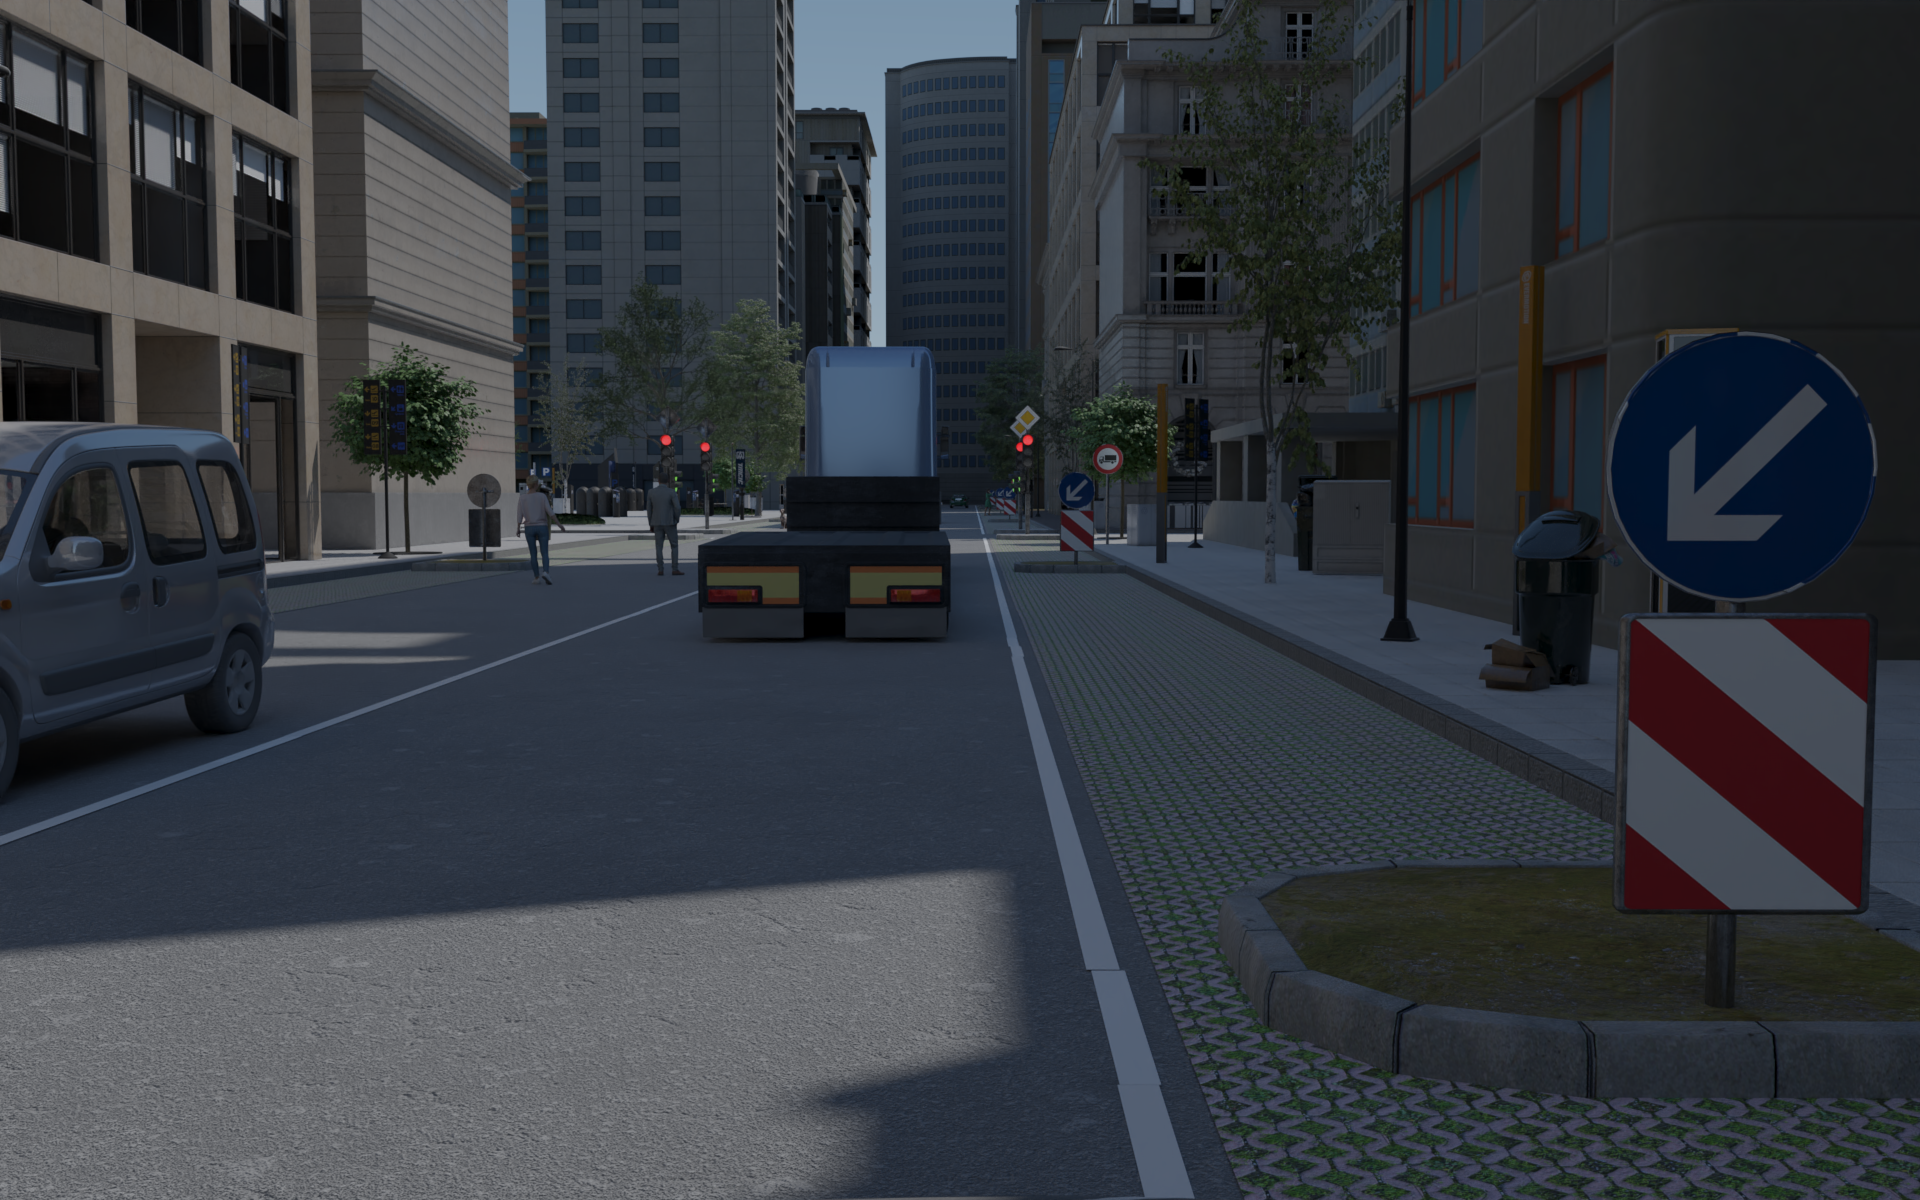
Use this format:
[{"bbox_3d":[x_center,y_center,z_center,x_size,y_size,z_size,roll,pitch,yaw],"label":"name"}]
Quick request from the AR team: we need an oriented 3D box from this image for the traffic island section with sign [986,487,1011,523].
[{"bbox_3d":[2.394,-4.828,87.565,1.989,1.847,2.006,0,4,0],"label":"traffic island section with sign"}]

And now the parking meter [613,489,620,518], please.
[{"bbox_3d":[-18.720,-5.256,94.351,0.372,1.533,0.369,0,3,0],"label":"parking meter"}]

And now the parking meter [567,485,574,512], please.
[{"bbox_3d":[-23.897,-6.150,106.263,0.255,1.863,0.399,1,4,14],"label":"parking meter"}]

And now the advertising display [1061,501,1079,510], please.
[{"bbox_3d":[4.857,-4.309,75.662,0.974,1.923,0.123,2,4,34],"label":"advertising display"}]

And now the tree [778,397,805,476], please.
[{"bbox_3d":[-11.522,-10.781,126.630,4.737,8.622,4.395,0,3,0],"label":"tree"}]

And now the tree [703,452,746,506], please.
[{"bbox_3d":[-17.659,-8.945,129.964,4.285,4.588,4.351,0,3,0],"label":"tree"}]

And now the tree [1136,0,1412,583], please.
[{"bbox_3d":[4.706,-4.544,24.665,4.737,8.622,4.395,0,3,0],"label":"tree"}]

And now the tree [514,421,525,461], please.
[{"bbox_3d":[-36.112,-11.256,134.395,4.737,8.622,4.395,0,3,0],"label":"tree"}]

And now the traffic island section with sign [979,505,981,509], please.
[{"bbox_3d":[2.948,-9.584,165.328,1.989,1.847,2.006,0,4,0],"label":"traffic island section with sign"}]

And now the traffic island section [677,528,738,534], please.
[{"bbox_3d":[-9.224,-2.494,63.052,2.009,0.180,2.903,0,4,0],"label":"traffic island section"}]

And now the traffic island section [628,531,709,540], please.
[{"bbox_3d":[-9.281,-2.005,55.068,2.009,0.180,2.903,0,4,0],"label":"traffic island section"}]

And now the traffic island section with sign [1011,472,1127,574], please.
[{"bbox_3d":[2.000,-1.428,31.975,1.989,1.847,2.006,0,4,0],"label":"traffic island section with sign"}]

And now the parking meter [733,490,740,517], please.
[{"bbox_3d":[-12.636,-5.465,97.762,0.372,1.533,0.369,0,3,0],"label":"parking meter"}]

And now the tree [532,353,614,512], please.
[{"bbox_3d":[-20.546,-8.589,90.800,4.360,8.622,3.978,0,3,0],"label":"tree"}]

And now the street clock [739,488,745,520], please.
[{"bbox_3d":[-10.726,-4.933,85.228,0.358,2.002,0.471,0,4,4],"label":"street clock"}]

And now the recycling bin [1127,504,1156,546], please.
[{"bbox_3d":[4.608,-1.866,43.055,0.722,1.027,0.722,-1,4,-17],"label":"recycling bin"}]

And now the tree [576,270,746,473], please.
[{"bbox_3d":[-12.643,-8.478,73.029,7.601,10.594,8.767,-1,4,-15],"label":"tree"}]

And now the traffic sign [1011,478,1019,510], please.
[{"bbox_3d":[4.413,-8.318,136.110,0.768,2.556,0.104,0,4,7],"label":"traffic sign"}]

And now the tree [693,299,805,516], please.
[{"bbox_3d":[-12.089,-11.208,101.377,7.486,12.596,7.792,0,3,0],"label":"tree"}]

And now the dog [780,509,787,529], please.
[{"bbox_3d":[-7.134,-3.336,71.380,0.800,0.831,0.513,-2,4,-32],"label":"dog"}]

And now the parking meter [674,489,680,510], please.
[{"bbox_3d":[-14.967,-5.067,91.259,0.372,1.533,0.369,0,3,0],"label":"parking meter"}]

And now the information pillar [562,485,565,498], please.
[{"bbox_3d":[-30.372,-7.857,132.956,0.304,2.012,0.304,0,4,4],"label":"information pillar"}]

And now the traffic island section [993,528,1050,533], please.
[{"bbox_3d":[2.217,-2.488,62.967,2.009,0.180,2.903,0,4,0],"label":"traffic island section"}]

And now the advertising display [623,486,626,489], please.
[{"bbox_3d":[-26.759,-8.139,138.283,0.123,1.923,0.974,-1,4,-19],"label":"advertising display"}]

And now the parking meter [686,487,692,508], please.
[{"bbox_3d":[-20.931,-7.835,133.805,0.399,1.863,0.255,-1,4,-12],"label":"parking meter"}]

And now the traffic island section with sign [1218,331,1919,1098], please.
[{"bbox_3d":[1.812,0.221,5.021,1.989,1.847,2.006,0,4,0],"label":"traffic island section with sign"}]

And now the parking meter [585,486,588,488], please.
[{"bbox_3d":[-28.746,-7.797,133.186,0.255,1.863,0.399,-1,4,-16],"label":"parking meter"}]

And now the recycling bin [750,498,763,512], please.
[{"bbox_3d":[-14.772,-6.914,125.599,0.722,1.027,0.722,-2,4,-26],"label":"recycling bin"}]

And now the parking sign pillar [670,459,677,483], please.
[{"bbox_3d":[-21.974,-8.758,131.669,1.447,3.967,1.447,1,4,15],"label":"parking sign pillar"}]

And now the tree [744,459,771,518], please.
[{"bbox_3d":[-11.355,-6.098,94.298,1.663,3.219,1.824,0,3,0],"label":"tree"}]

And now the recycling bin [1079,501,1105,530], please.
[{"bbox_3d":[4.745,-3.042,62.288,0.722,1.027,0.722,-2,4,-25],"label":"recycling bin"}]

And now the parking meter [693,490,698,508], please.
[{"bbox_3d":[-18.476,-6.885,120.976,0.372,1.533,0.369,0,3,0],"label":"parking meter"}]

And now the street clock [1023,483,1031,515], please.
[{"bbox_3d":[4.073,-6.358,108.519,0.358,2.002,0.471,1,4,11],"label":"street clock"}]

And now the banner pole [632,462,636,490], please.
[{"bbox_3d":[-25.132,-8.789,133.710,0.401,3.779,0.863,1,4,13],"label":"banner pole"}]

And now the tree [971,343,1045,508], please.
[{"bbox_3d":[5.549,-14.562,144.742,9.857,13.997,8.962,0,3,0],"label":"tree"}]

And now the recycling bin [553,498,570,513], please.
[{"bbox_3d":[-23.465,-5.472,102.020,0.722,1.027,0.722,2,4,24],"label":"recycling bin"}]

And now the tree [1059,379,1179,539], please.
[{"bbox_3d":[4.581,-4.042,49.794,4.285,4.588,4.351,0,3,0],"label":"tree"}]

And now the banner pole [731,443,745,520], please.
[{"bbox_3d":[-10.856,-5.774,84.420,0.863,3.779,0.401,-1,4,-11],"label":"banner pole"}]

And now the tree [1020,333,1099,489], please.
[{"bbox_3d":[4.856,-7.832,78.407,4.360,8.622,3.978,0,3,0],"label":"tree"}]

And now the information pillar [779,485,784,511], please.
[{"bbox_3d":[-13.834,-7.938,134.273,0.304,2.012,0.304,-1,4,-21],"label":"information pillar"}]

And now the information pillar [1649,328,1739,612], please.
[{"bbox_3d":[3.323,-0.207,7.877,0.304,2.012,0.304,1,4,13],"label":"information pillar"}]

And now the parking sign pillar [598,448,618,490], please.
[{"bbox_3d":[-20.162,-6.878,100.921,1.447,3.967,1.447,-1,4,-15],"label":"parking sign pillar"}]

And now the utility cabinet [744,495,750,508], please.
[{"bbox_3d":[-15.065,-6.813,122.551,0.306,1.237,1.020,0,4,-1],"label":"utility cabinet"}]

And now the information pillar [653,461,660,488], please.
[{"bbox_3d":[-21.305,-7.973,121.705,0.504,3.616,0.183,1,4,15],"label":"information pillar"}]

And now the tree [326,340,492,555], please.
[{"bbox_3d":[-11.780,-3.265,37.095,4.285,4.588,4.351,0,3,0],"label":"tree"}]

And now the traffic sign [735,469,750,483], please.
[{"bbox_3d":[-10.752,-5.228,85.583,0.768,2.556,0.104,1,4,8],"label":"traffic sign"}]

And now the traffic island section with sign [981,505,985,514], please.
[{"bbox_3d":[2.595,-6.517,115.173,1.989,1.847,2.006,0,4,0],"label":"traffic island section with sign"}]

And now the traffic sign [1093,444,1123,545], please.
[{"bbox_3d":[3.752,-2.684,43.987,0.768,2.556,0.104,0,4,5],"label":"traffic sign"}]

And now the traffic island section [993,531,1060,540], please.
[{"bbox_3d":[2.160,-2.000,54.982,2.009,0.180,2.903,0,4,0],"label":"traffic island section"}]

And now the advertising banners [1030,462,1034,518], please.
[{"bbox_3d":[3.940,-6.008,94.412,0.090,3.025,2.074,0,4,6],"label":"advertising banners"}]

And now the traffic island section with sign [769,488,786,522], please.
[{"bbox_3d":[-8.713,-4.904,88.814,1.989,1.847,2.006,0,4,0],"label":"traffic island section with sign"}]

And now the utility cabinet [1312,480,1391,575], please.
[{"bbox_3d":[6.200,-1.146,27.424,1.173,1.500,0.318,1,4,19],"label":"utility cabinet"}]
